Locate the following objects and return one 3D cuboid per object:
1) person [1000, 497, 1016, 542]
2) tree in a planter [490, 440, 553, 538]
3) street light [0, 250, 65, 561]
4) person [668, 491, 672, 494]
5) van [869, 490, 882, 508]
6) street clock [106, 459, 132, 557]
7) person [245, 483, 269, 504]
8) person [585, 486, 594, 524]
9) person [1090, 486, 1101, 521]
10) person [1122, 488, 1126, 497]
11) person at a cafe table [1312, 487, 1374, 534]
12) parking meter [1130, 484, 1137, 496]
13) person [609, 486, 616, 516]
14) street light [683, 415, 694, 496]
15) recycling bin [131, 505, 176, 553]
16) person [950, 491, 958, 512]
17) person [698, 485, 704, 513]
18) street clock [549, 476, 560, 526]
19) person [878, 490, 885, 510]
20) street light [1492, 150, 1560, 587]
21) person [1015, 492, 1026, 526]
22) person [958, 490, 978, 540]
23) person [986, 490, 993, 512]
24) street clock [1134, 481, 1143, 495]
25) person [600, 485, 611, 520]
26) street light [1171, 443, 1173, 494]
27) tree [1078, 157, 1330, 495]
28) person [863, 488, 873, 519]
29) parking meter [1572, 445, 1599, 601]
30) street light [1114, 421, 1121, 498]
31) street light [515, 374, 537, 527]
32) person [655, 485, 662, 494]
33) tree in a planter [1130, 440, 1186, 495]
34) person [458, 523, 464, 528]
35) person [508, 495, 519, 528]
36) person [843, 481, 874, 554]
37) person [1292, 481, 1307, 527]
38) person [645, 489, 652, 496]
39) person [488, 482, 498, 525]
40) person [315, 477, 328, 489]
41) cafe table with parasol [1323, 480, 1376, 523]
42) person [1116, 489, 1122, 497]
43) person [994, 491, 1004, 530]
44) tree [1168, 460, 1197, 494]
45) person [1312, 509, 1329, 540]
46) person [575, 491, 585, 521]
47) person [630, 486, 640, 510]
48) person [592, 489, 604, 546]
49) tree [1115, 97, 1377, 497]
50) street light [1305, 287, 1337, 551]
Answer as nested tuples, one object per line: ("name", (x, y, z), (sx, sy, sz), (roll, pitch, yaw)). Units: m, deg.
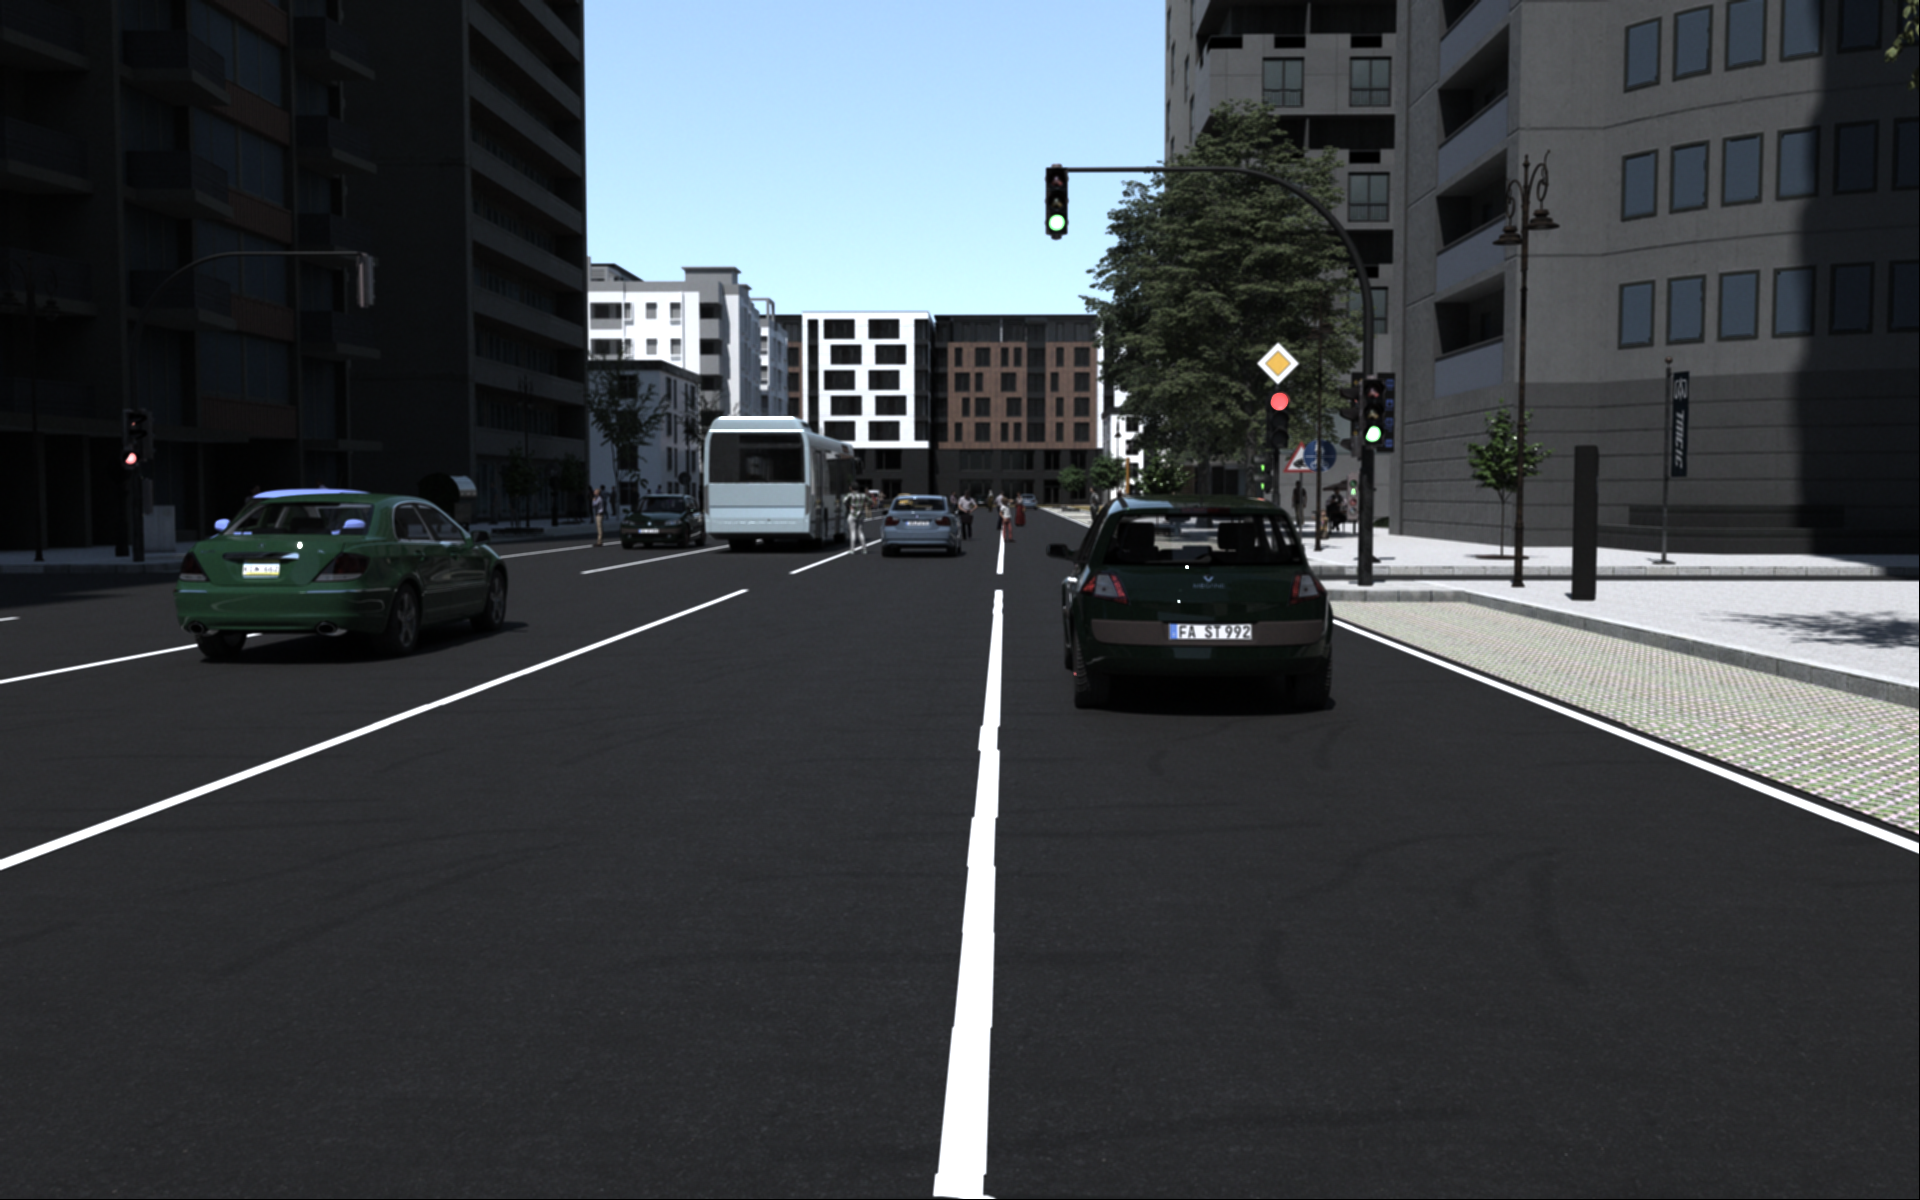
("person", (1.430, -2.406, 51.754), (0.340, 1.345, 0.435), (3, 4, 36))
("tree in a planter", (-14.609, -3.678, 57.356), (1.991, 3.239, 1.994), (0, 4, 1))
("street light", (-17.630, -3.681, 32.980), (0.468, 5.910, 1.993), (0, 4, 1))
("person", (-16.378, -5.366, 97.017), (0.776, 1.435, 0.726), (2, 4, 34))
("van", (-9.016, -10.528, 179.146), (2.013, 2.044, 4.112), (0, 4, 3))
("street clock", (-17.217, -1.894, 35.536), (0.471, 2.002, 0.358), (1, 4, 8))
("person", (-13.680, -1.462, 33.862), (0.517, 1.644, 0.566), (-2, 4, -29))
("person", (-16.092, -4.149, 75.348), (0.415, 1.643, 0.593), (-2, 4, -35))
("person", (4.872, -3.261, 62.536), (0.376, 1.734, 0.841), (1, 4, 16))
("person", (13.184, -8.004, 137.639), (1.217, 1.736, 0.721), (0, 4, -6))
("person at a cafe table", (12.198, -2.884, 55.676), (1.698, 1.524, 1.622), (0, 4, -6))
("parking meter", (9.781, -5.652, 98.119), (0.399, 1.863, 0.255), (-1, 4, -13))
("person", (-20.498, -5.849, 102.228), (0.434, 1.755, 0.990), (0, 4, 0))
("street light", (-15.818, -7.844, 101.038), (0.468, 5.910, 1.993), (0, 4, 1))
("recycling bin", (-17.791, -1.569, 38.203), (0.722, 1.027, 0.722), (-3, 5, -42))
("person", (-0.348, -5.396, 98.680), (0.435, 1.587, 0.963), (1, 4, 18))
("person", (-17.147, -6.680, 114.899), (0.705, 1.869, 1.348), (-1, 4, -16))
("street clock", (-16.140, -3.937, 68.941), (0.358, 2.002, 0.471), (1, 4, 14))
("person", (-7.070, -9.040, 156.832), (0.617, 1.759, 0.750), (1, 4, 10))
("street light", (7.707, -3.116, 23.738), (0.468, 5.910, 1.993), (0, 4, 1))
("person", (2.669, -4.040, 77.019), (0.387, 1.526, 0.523), (3, 5, 43))
("person", (0.241, -2.634, 53.776), (0.614, 1.554, 0.590), (0, 4, 4))
("person", (2.367, -7.976, 139.641), (0.721, 1.736, 1.217), (-2, 4, -25))
("street clock", (9.952, -5.609, 96.273), (0.471, 2.002, 0.358), (-1, 4, -17))
("person", (-17.745, -4.867, 86.334), (0.376, 1.734, 0.841), (2, 4, 26))
("street light", (8.927, -6.126, 72.945), (0.468, 5.910, 1.993), (0, 4, 1))
("tree", (9.237, -9.659, 64.577), (9.857, 13.997, 8.962), (0, 3, 0))
("person", (-5.257, -5.519, 98.869), (0.598, 1.807, 0.434), (-1, 4, -11))
("parking meter", (7.573, -0.933, 20.972), (0.255, 1.863, 0.399), (2, 4, 24))
("street light", (9.727, -8.200, 106.859), (0.468, 5.910, 1.993), (0, 4, 1))
("street light", (-16.779, -5.766, 67.063), (0.468, 5.910, 1.993), (0, 4, 1))
("person", (-18.110, -6.051, 104.847), (0.599, 1.838, 0.709), (1, 4, 20))
("tree in a planter", (6.548, -3.676, 57.330), (1.991, 3.239, 1.994), (0, 4, 1))
("person", (-18.714, -3.548, 64.978), (0.530, 1.710, 0.541), (1, 4, 13))
("person", (-16.494, -3.317, 64.181), (0.340, 1.345, 0.435), (1, 4, 11))
("person", (-2.487, -1.971, 41.452), (0.841, 1.734, 0.376), (-2, 4, -29))
("person", (13.382, -3.803, 68.353), (0.598, 1.807, 0.434), (0, 4, -5))
("person", (-19.027, -6.001, 106.118), (0.963, 1.587, 0.435), (2, 4, 29))
("person", (-19.674, -4.084, 72.942), (0.434, 1.807, 0.598), (-1, 4, -19))
("person", (-15.546, -2.055, 41.968), (0.599, 1.838, 0.709), (2, 4, 26))
("cafe table with parasol", (17.276, -4.402, 76.841), (2.610, 1.966, 2.610), (0, 4, -6))
("person", (12.079, -7.565, 131.205), (0.415, 1.643, 0.593), (3, 4, 38))
("person", (1.623, -3.606, 69.668), (0.590, 1.554, 0.614), (-3, 5, -44))
("tree", (9.491, -5.063, 77.381), (1.663, 3.219, 1.824), (0, 3, 0))
("person", (10.183, -2.133, 48.834), (0.347, 0.859, 0.695), (2, 4, 31))
("person", (-17.909, -4.461, 81.521), (0.480, 1.512, 0.613), (0, 4, 5))
("person", (-14.932, -4.327, 79.366), (0.434, 1.807, 0.598), (-2, 4, -27))
("person", (-9.950, -2.263, 47.555), (0.319, 1.574, 0.516), (0, 4, 0))
("tree", (8.214, -8.104, 50.629), (7.486, 12.596, 7.792), (0, 3, 0))
("street light", (8.060, -4.039, 38.831), (0.468, 5.910, 1.993), (0, 4, 1))
